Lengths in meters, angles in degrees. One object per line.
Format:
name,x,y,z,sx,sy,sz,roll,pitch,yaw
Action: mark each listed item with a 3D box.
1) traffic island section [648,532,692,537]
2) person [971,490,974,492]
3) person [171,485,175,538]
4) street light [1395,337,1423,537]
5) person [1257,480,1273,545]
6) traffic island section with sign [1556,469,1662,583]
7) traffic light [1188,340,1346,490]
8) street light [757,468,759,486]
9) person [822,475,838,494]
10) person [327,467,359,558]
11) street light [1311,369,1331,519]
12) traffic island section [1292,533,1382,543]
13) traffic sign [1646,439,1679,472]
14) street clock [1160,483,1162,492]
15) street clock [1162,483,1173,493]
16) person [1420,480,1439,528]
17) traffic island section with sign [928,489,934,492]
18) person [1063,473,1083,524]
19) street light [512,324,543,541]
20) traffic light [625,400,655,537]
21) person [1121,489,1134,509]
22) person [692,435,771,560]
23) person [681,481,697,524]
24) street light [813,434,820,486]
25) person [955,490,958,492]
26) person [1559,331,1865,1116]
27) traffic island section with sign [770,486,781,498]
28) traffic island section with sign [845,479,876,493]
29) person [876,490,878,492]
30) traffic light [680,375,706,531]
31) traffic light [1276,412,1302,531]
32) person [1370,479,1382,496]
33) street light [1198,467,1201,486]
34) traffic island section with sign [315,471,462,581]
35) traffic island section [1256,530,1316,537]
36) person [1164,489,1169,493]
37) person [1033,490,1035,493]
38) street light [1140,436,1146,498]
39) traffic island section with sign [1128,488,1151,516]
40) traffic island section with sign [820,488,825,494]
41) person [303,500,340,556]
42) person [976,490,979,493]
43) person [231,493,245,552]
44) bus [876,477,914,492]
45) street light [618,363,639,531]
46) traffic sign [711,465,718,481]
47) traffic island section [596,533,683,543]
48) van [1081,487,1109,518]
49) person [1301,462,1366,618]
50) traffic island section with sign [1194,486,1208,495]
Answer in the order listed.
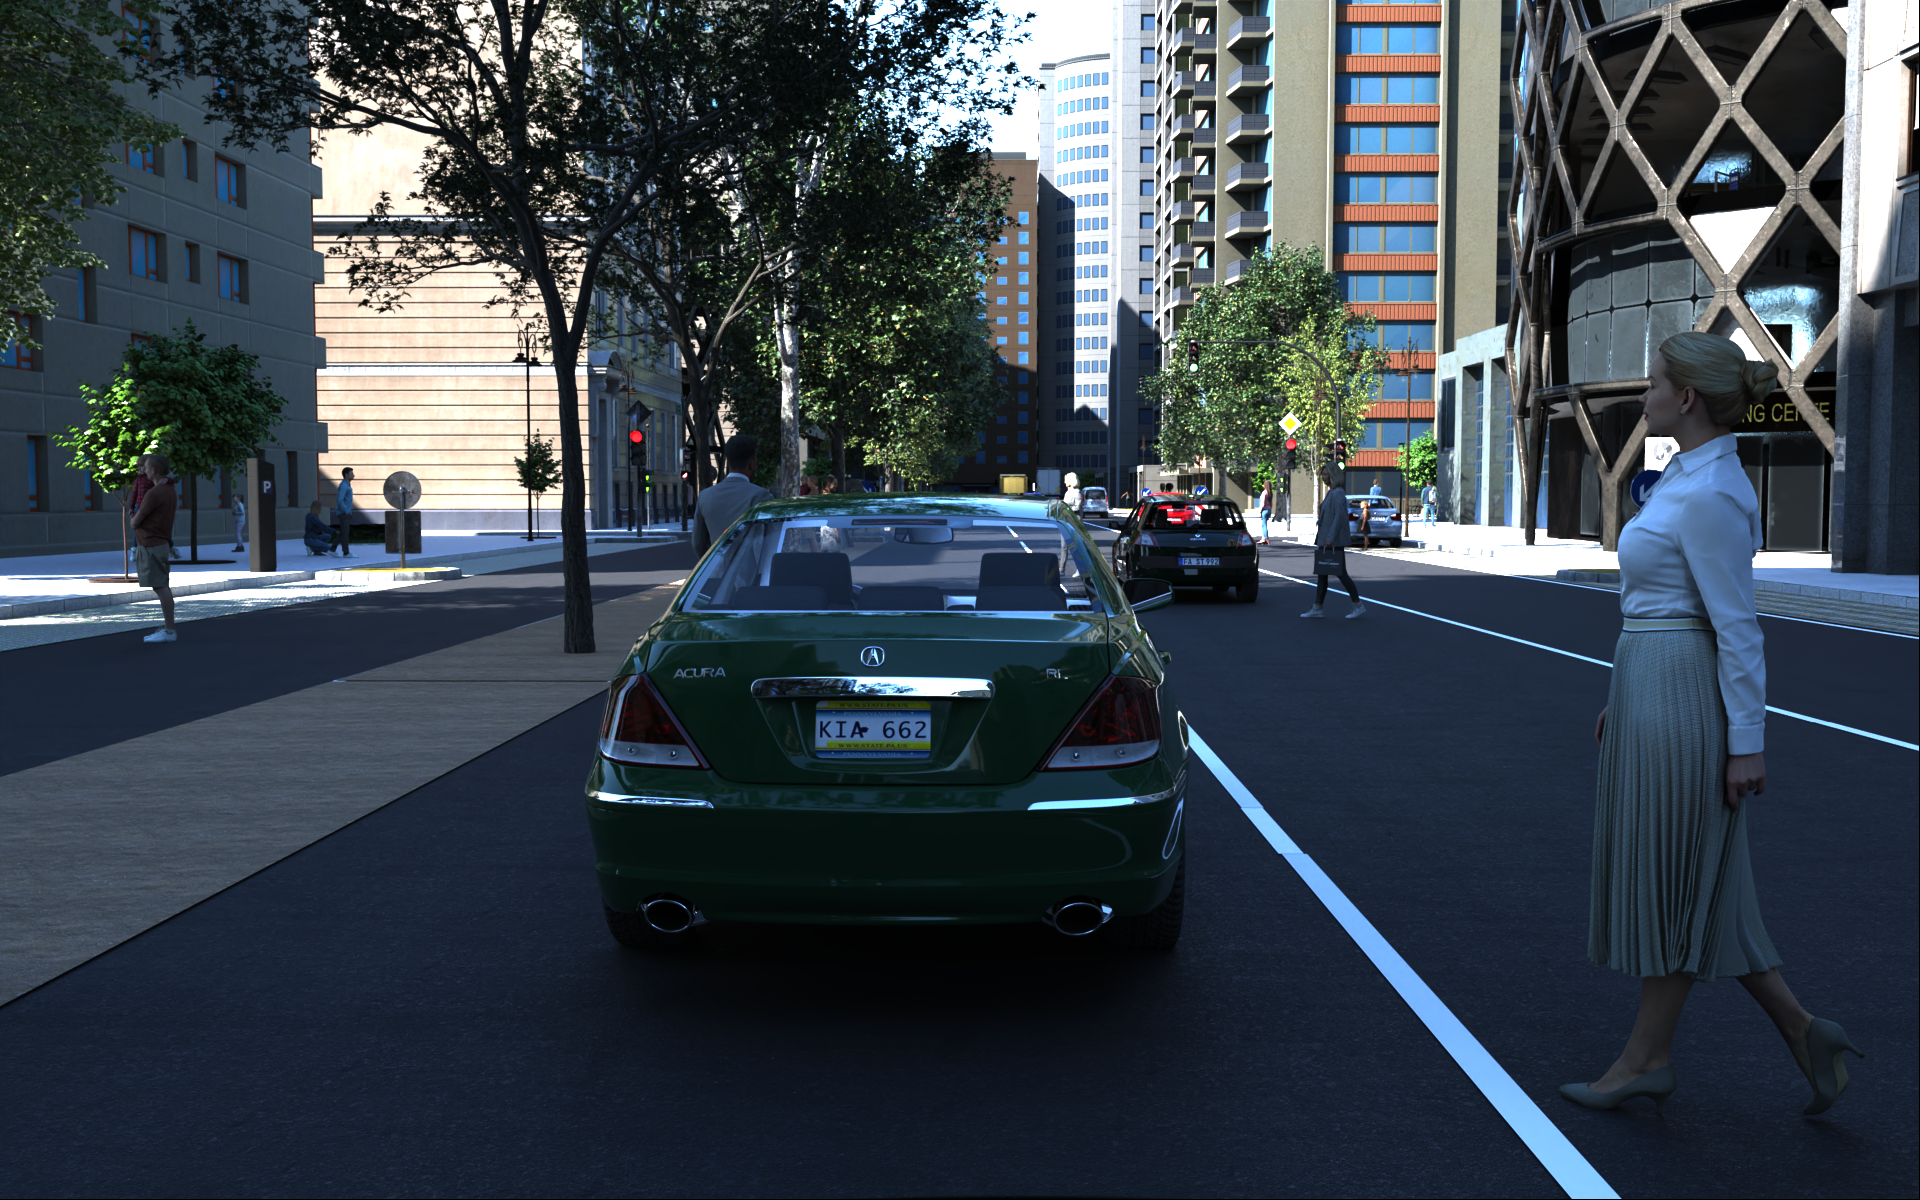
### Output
traffic island section,-9.518,-2.294,59.793,2.009,0.180,2.903,0,4,1
person,1.148,-9.424,162.565,0.705,1.826,1.348,0,4,4
person,-16.850,-1.875,36.482,0.659,1.850,0.755,-3,5,-41
street light,13.220,-4.788,51.076,0.468,5.910,1.993,0,4,1
person,8.671,-2.482,49.089,0.388,1.821,0.555,2,4,35
traffic island section with sign,10.989,-1.220,28.570,1.989,1.847,2.006,0,4,1
traffic light,9.102,-4.690,51.344,4.771,5.953,1.251,0,4,1
street light,-11.090,-7.484,95.145,0.468,5.910,1.993,0,4,1
person,-2.026,-1.077,26.865,0.466,1.731,0.760,2,4,23
person,-12.417,-1.757,34.795,0.620,1.820,0.660,-1,4,-19
street light,13.367,-5.600,64.344,0.468,5.910,1.993,0,4,1
traffic island section,11.234,-1.792,51.576,2.009,0.180,2.903,0,4,1
traffic sign,12.746,-1.796,31.500,0.606,2.300,0.079,0,4,2
street clock,13.488,-6.776,115.364,0.358,2.002,0.471,-1,4,-8
street clock,13.607,-6.603,112.534,0.471,2.002,0.358,3,4,37
person,17.468,-3.585,64.637,0.794,1.824,0.713,3,5,39
traffic island section with sign,-2.357,-7.730,134.514,2.006,1.907,1.989,0,4,1
person,1.892,-1.298,29.899,0.526,1.800,0.537,-1,4,-19
street light,-11.697,-4.538,46.979,0.468,5.910,1.993,0,4,1
traffic light,-9.566,-3.838,51.673,0.839,4.253,0.868,0,4,1
person,14.343,-8.641,148.036,1.217,1.735,0.721,-1,4,-14
person,-1.369,-0.108,10.542,0.678,1.792,0.850,2,4,25
person,-11.445,-4.108,73.122,0.836,1.842,0.656,2,4,34
street light,-10.728,-9.613,129.955,0.468,5.910,1.993,0,4,1
person,-0.281,-9.063,156.692,1.348,1.823,0.705,2,4,34
person,1.732,0.291,3.961,0.641,1.798,0.478,2,4,30
traffic island section with sign,-8.919,-4.634,84.392,1.989,1.847,2.006,0,4,1
traffic island section with sign,-3.171,-3.134,59.380,2.006,1.907,1.989,0,4,1
person,-9.984,-12.321,207.576,1.350,1.814,0.705,1,4,19
traffic light,-7.385,-5.199,59.670,4.771,5.953,1.251,0,4,1
traffic light,11.282,-4.314,59.447,0.839,4.253,0.868,0,4,1
person,15.349,-3.537,63.893,0.581,1.822,0.654,0,4,-1
street light,13.752,-7.744,99.406,0.468,5.910,1.993,0,4,1
traffic island section with sign,-9.528,-1.256,29.170,1.989,1.847,2.006,0,4,1
traffic island section,11.322,-2.280,59.561,2.009,0.180,2.903,0,4,1
person,16.356,-7.984,137.400,1.217,1.723,0.721,0,4,6
person,8.651,-11.926,203.113,1.348,1.869,0.705,-1,4,-13
street light,14.221,-9.873,134.215,0.468,5.910,1.993,0,4,1
traffic island section with sign,11.911,-6.347,112.397,1.989,1.847,2.006,0,4,1
traffic island section with sign,-8.628,-6.282,111.345,1.989,1.847,2.006,0,4,1
person,-13.286,-1.496,36.004,0.738,1.151,1.012,-2,4,-27
person,1.359,-8.273,144.490,1.217,1.743,0.721,3,5,39
person,-15.983,-1.713,38.327,0.425,1.301,0.394,2,4,33
bus,-5.053,-9.219,145.593,2.948,3.499,13.247,0,4,2
street light,-11.533,-5.355,60.336,0.468,5.910,1.993,0,4,1
traffic sign,-11.008,-4.640,75.971,0.768,2.556,0.104,1,4,10
traffic island section,-9.606,-1.806,51.809,2.009,0.180,2.903,0,4,1
van,7.934,-5.918,103.771,2.013,2.044,4.112,0,4,0
person,4.313,-0.686,19.904,0.728,1.800,0.709,0,4,2
traffic island section with sign,11.608,-4.658,84.787,1.989,1.847,2.006,0,4,1
